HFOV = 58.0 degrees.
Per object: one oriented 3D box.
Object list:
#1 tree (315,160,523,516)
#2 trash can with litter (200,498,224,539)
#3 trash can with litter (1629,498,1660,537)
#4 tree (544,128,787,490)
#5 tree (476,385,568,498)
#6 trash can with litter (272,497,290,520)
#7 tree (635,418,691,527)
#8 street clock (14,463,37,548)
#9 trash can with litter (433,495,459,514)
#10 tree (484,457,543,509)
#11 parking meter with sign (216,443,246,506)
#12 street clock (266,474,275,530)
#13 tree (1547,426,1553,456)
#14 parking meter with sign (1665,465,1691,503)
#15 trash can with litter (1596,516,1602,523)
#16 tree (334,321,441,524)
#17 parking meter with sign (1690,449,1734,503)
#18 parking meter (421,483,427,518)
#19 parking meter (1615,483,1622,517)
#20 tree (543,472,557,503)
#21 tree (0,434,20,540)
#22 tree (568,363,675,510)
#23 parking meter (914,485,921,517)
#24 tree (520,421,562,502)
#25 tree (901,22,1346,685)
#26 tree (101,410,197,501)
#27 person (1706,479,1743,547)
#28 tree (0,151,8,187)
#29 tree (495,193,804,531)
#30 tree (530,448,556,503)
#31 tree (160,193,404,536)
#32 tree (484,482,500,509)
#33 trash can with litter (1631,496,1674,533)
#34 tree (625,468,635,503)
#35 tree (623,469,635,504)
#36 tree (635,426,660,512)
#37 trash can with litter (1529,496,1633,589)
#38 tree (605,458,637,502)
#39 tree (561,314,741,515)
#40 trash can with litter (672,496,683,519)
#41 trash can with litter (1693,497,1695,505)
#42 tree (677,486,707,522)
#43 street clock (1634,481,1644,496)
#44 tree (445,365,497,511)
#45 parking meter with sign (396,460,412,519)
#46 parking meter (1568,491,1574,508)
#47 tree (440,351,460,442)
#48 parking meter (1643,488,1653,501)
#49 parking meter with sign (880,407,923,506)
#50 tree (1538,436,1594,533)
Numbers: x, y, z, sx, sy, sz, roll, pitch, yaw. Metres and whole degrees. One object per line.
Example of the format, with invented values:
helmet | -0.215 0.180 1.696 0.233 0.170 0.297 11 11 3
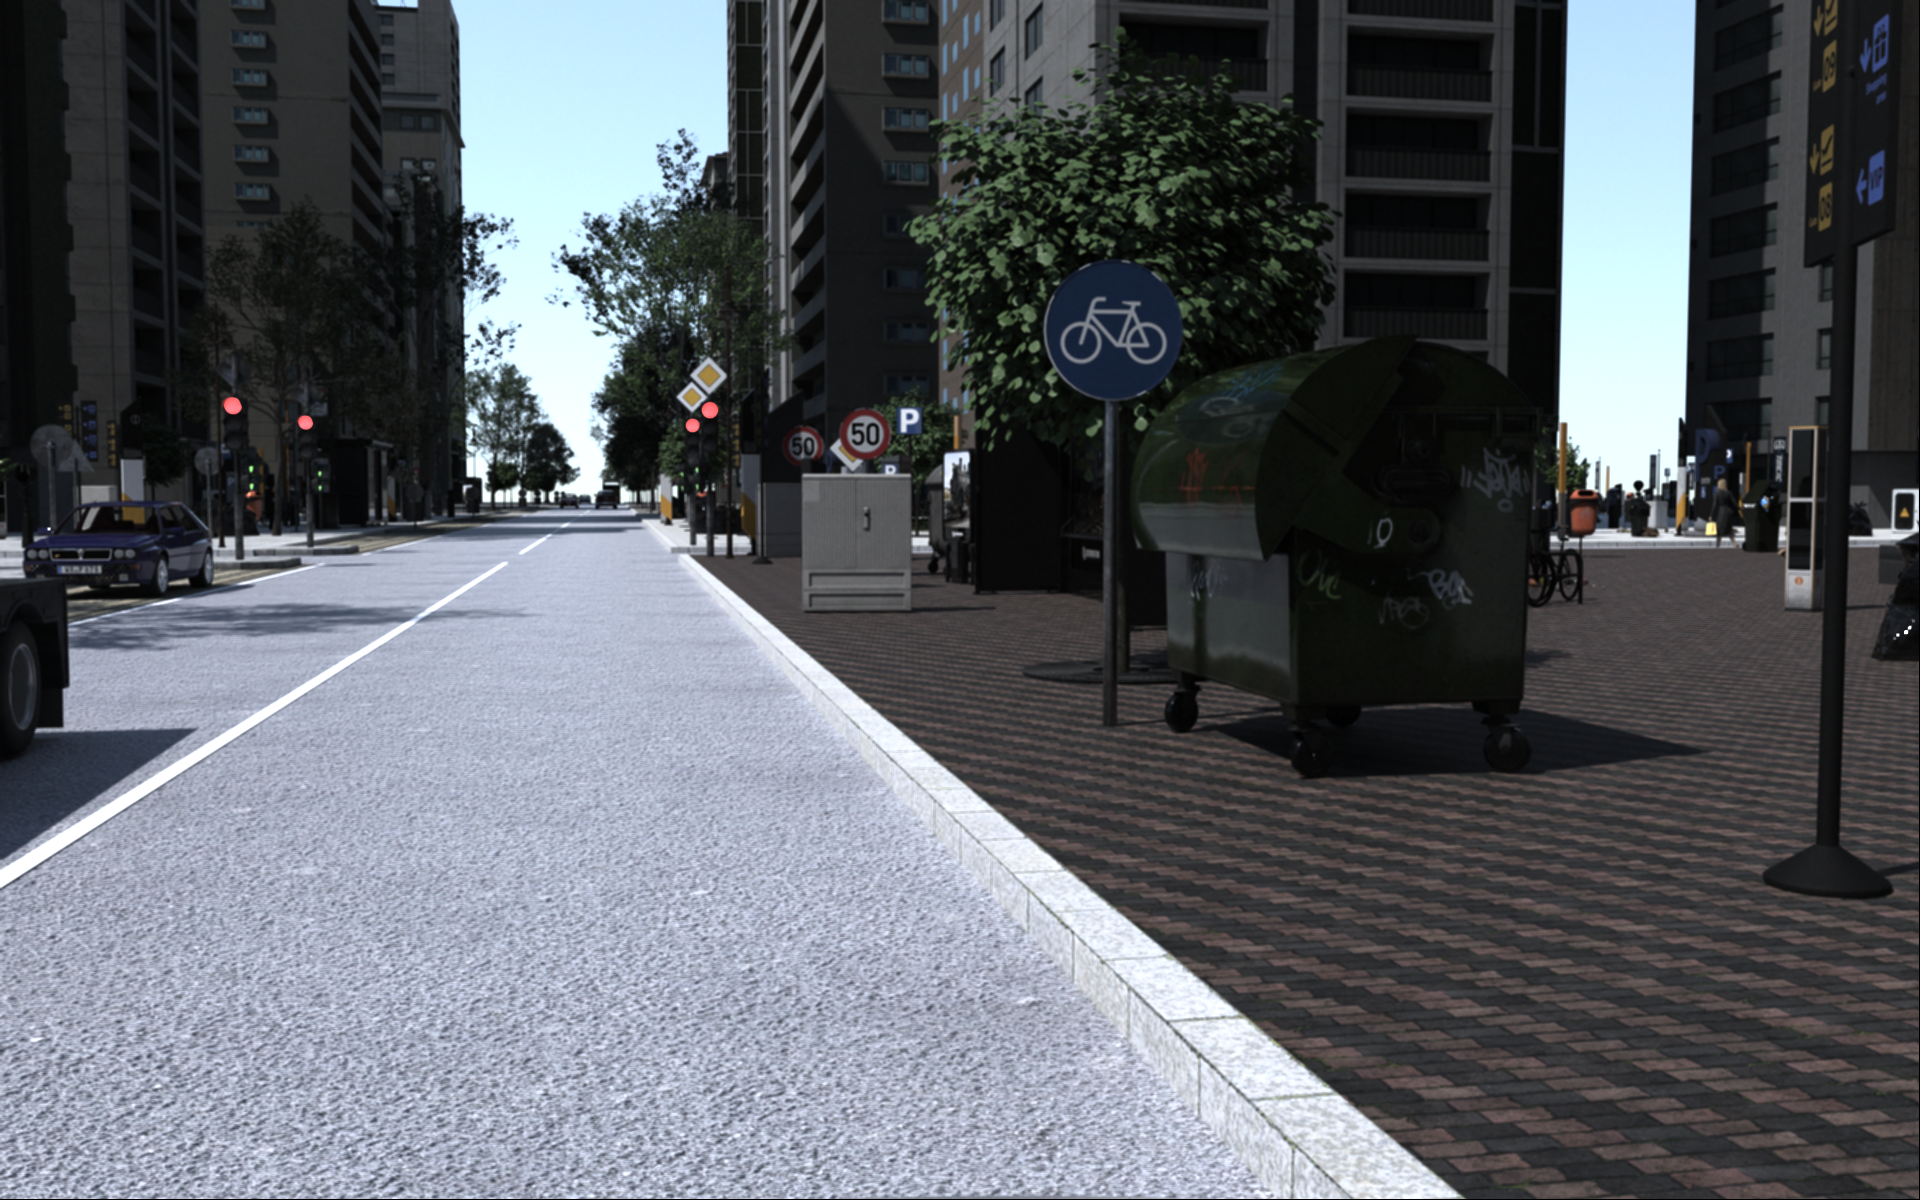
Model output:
tree | -31.731 -15.001 101.157 12.611 20.169 13.585 0 3 0
trash can with litter | -21.755 -2.380 50.299 0.624 1.170 1.055 -1 4 -18
trash can with litter | 20.482 -2.465 51.692 0.624 1.170 1.055 -1 4 -16
tree | -15.681 -14.467 92.418 12.611 20.169 13.585 0 3 0
tree | -46.791 -16.760 184.392 12.009 13.543 11.850 0 3 0
trash can with litter | -36.302 -4.934 92.066 0.624 1.170 1.055 0 4 2
tree | -10.239 -5.128 67.564 4.285 4.588 4.351 0 3 0
street clock | -22.144 -2.234 41.103 0.471 2.002 0.358 1 4 17
trash can with litter | -33.335 -6.115 111.038 2.233 1.210 1.678 -1 4 -14
tree | -38.933 -10.028 147.674 4.285 4.588 4.351 0 3 0
parking meter with sign | -25.099 -3.904 60.092 0.543 3.016 1.738 0 4 3
street clock | -24.688 -3.518 62.093 0.358 2.002 0.471 -1 4 -17
tree | 16.603 -4.286 53.787 4.285 4.588 4.351 0 3 0
parking meter with sign | 48.167 -7.327 116.060 0.543 3.016 1.738 -3 5 -40
trash can with litter | 28.037 -4.027 77.234 1.055 1.170 0.624 -1 4 -12
tree | -24.380 -7.520 73.315 4.360 8.622 3.978 0 3 0
parking meter with sign | 28.892 -4.293 66.448 1.738 3.016 0.543 -2 4 -32
parking meter | -29.172 -5.421 94.350 0.255 1.863 0.399 0 4 -5
parking meter | 36.093 -5.464 95.049 0.399 1.863 0.255 1 4 22
tree | -53.065 -14.120 214.581 4.285 4.588 4.351 0 3 0
tree | -27.672 -3.324 48.941 1.663 3.219 1.824 0 3 0
tree | -24.130 -13.788 135.796 12.009 13.543 11.850 0 3 0
parking meter | -2.374 -5.554 96.511 0.255 1.863 0.399 -2 4 -32
tree | -64.326 -21.586 269.940 9.611 12.733 9.660 0 3 0
tree | 1.203 -1.748 12.290 4.285 4.588 4.351 0 3 0
tree | -31.551 -5.121 67.437 4.285 4.588 4.351 0 3 0
person | 19.123 -2.064 42.470 1.509 1.804 0.699 2 4 27
tree | -13.419 -5.040 16.820 7.601 10.594 8.767 -3 5 -43
tree | -9.057 -8.201 59.845 9.928 11.665 9.643 0 3 0
tree | -62.557 -18.946 260.129 4.360 8.622 3.978 0 3 0
tree | -20.746 -7.265 53.193 7.601 10.594 8.767 -1 4 -22
tree | -41.002 -9.616 151.820 1.663 3.219 1.824 0 3 0
trash can with litter | 22.800 -2.845 57.577 2.233 1.210 1.678 1 4 18
tree | -45.044 -17.672 239.294 4.737 8.622 4.395 0 3 0
tree | -29.776 -11.009 163.714 4.285 4.588 4.351 0 3 0
tree | -21.656 -10.644 124.383 4.360 8.622 3.978 0 3 0
trash can with litter | 8.414 -0.825 24.539 1.678 1.210 2.233 2 4 30
tree | -40.852 -18.340 217.989 7.486 12.596 7.792 0 3 0
tree | -18.336 -11.666 107.750 9.611 12.733 9.660 0 3 0
trash can with litter | -14.653 -4.785 89.622 0.624 1.170 1.055 -3 5 -39
trash can with litter | 42.447 -5.415 99.929 0.624 1.170 1.055 0 4 7
tree | -12.476 -5.242 80.311 1.663 3.219 1.824 0 3 0
street clock | 36.363 -5.399 92.848 0.471 2.002 0.358 3 4 37
tree | -35.819 -12.678 133.038 9.928 11.665 9.643 0 3 0
parking meter with sign | -28.362 -5.658 88.765 0.543 3.016 1.738 0 4 -4
parking meter | 28.988 -4.669 82.049 0.255 1.863 0.399 -3 5 -42
tree | -26.013 -8.101 82.821 4.360 8.622 3.978 0 3 0
parking meter | 25.931 -3.480 65.305 0.372 1.533 0.369 0 3 0
parking meter with sign | -1.271 -2.308 33.996 0.543 3.016 1.738 1 4 19
tree | 20.098 -3.822 57.097 1.663 3.219 1.824 0 3 0
